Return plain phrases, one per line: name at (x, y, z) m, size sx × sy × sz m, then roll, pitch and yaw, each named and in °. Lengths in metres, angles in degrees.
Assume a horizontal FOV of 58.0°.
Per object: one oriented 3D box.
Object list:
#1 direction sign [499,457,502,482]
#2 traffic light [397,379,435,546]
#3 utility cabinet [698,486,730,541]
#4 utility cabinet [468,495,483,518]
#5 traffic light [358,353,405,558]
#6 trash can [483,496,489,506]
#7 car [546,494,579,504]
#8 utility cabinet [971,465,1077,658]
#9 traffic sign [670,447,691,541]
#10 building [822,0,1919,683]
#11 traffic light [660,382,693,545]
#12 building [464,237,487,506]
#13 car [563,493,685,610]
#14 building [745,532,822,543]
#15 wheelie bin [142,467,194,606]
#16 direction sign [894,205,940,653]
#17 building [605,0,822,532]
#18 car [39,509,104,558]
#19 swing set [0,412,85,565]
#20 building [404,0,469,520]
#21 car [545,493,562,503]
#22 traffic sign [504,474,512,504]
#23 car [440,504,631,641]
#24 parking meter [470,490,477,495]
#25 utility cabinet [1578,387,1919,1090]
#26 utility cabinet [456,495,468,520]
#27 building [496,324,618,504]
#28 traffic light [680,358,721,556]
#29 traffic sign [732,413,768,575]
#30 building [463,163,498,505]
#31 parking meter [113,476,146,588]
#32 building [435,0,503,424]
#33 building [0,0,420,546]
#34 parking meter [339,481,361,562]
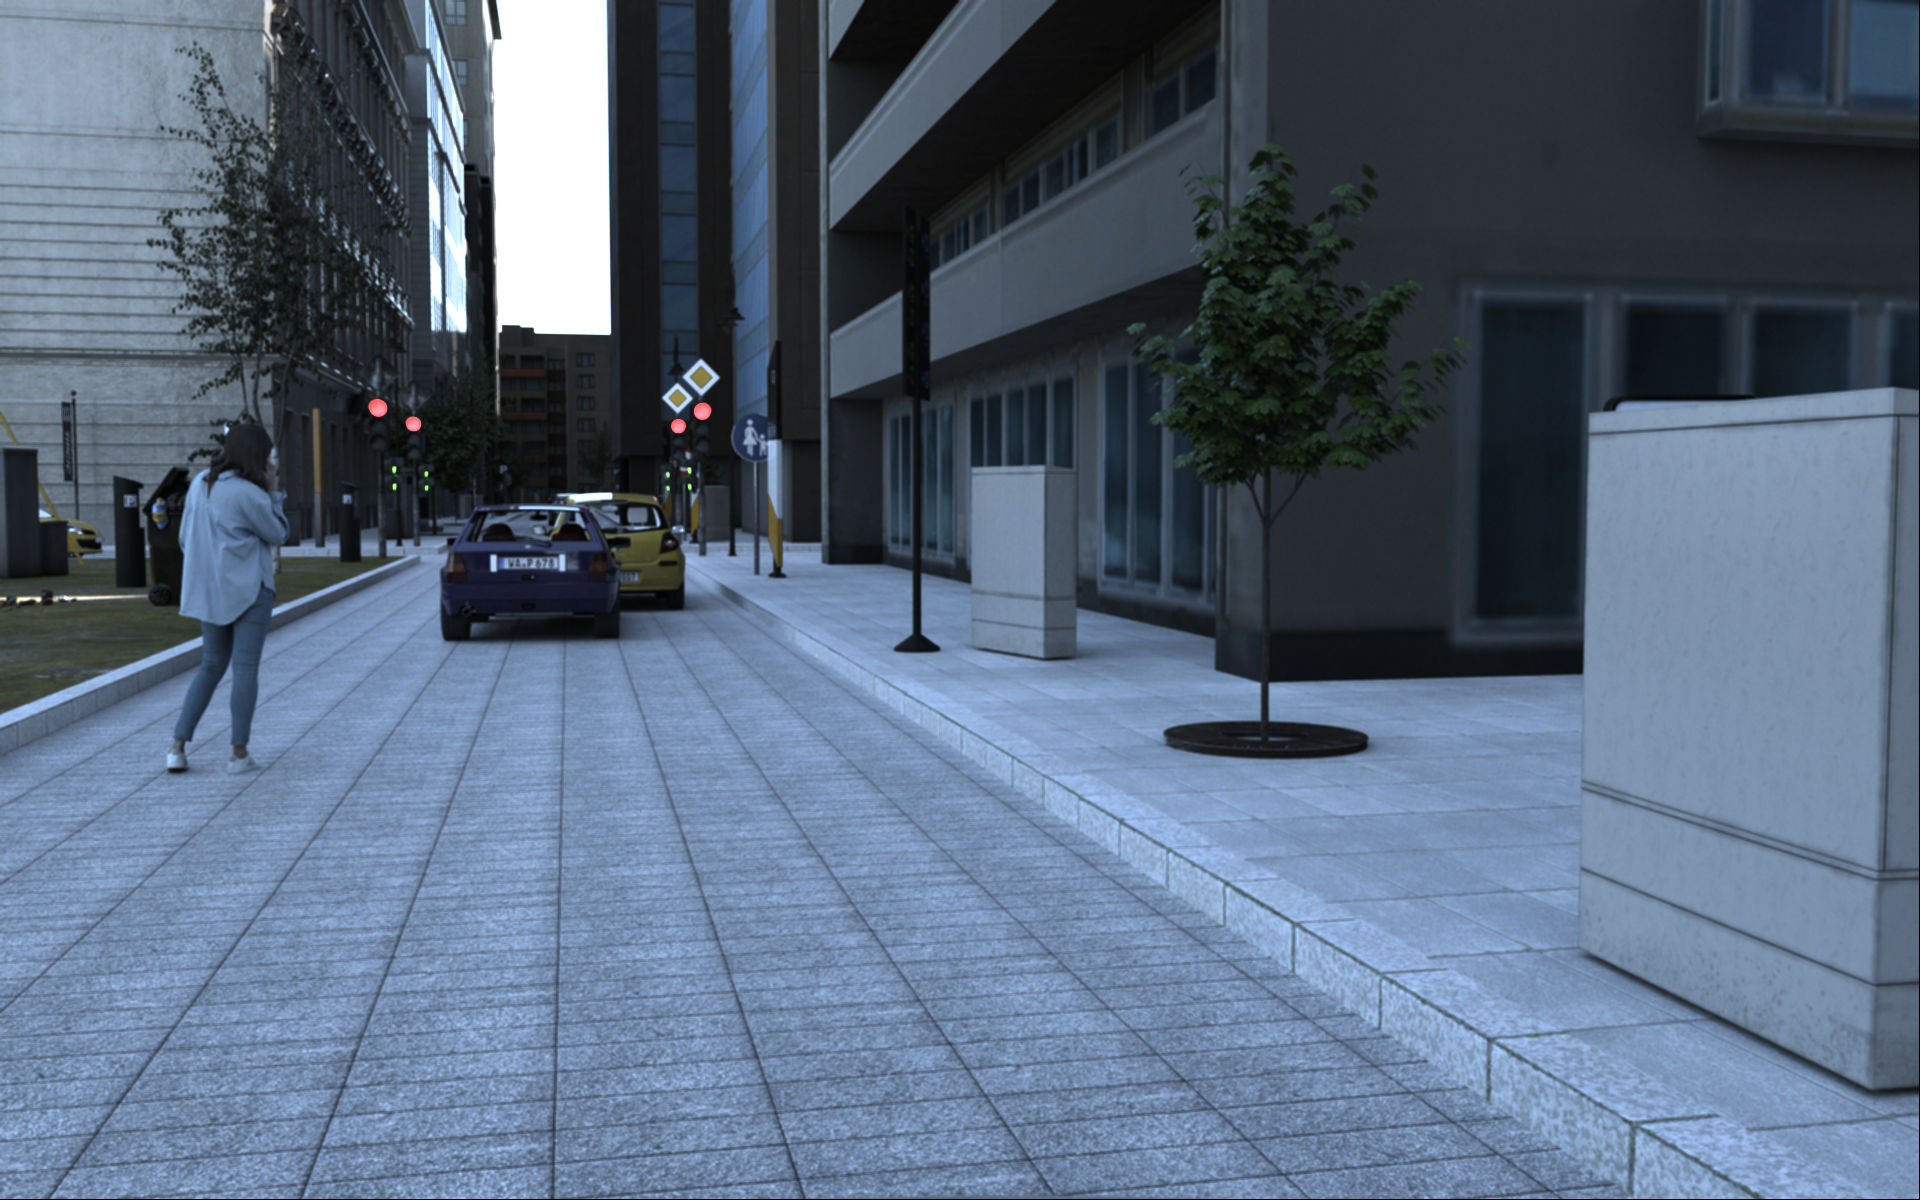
direction sign at (-28.190, -6.992, 106.311) m, size 0.379 × 3.537 × 0.876 m, roll -1°, pitch 4°, yaw -23°
traffic light at (-13.287, -3.266, 42.316) m, size 0.839 × 4.253 × 0.868 m, roll -1°, pitch 4°, yaw -13°
utility cabinet at (-6.657, -2.319, 46.600) m, size 0.318 × 1.500 × 1.173 m, roll 2°, pitch 4°, yaw 30°
utility cabinet at (-25.726, -4.916, 91.531) m, size 1.020 × 1.237 × 0.306 m, roll 1°, pitch 4°, yaw 12°
traffic light at (-11.528, -2.789, 34.526) m, size 0.839 × 4.253 × 0.868 m, roll -1°, pitch 4°, yaw -13°
trash can at (-29.808, -5.905, 108.207) m, size 0.748 × 1.137 × 0.748 m, roll 0°, pitch 3°, yaw 0°
car at (-18.018, -4.167, 79.925) m, size 2.131 × 1.459 × 4.920 m, roll -1°, pitch 4°, yaw -11°
utility cabinet at (0.507, -0.316, 13.838) m, size 0.318 × 1.500 × 1.173 m, roll -2°, pitch 4°, yaw -28°
traffic sign at (-7.499, -2.878, 47.162) m, size 0.768 × 2.556 × 0.104 m, roll 0°, pitch 4°, yaw -7°
building at (10.127, -24.413, 22.859) m, size 21.300 × 48.544 × 21.600 m, roll -1°, pitch 4°, yaw -13°
traffic light at (-7.134, -3.351, 43.717) m, size 0.839 × 4.253 × 0.868 m, roll -1°, pitch 4°, yaw -13°
building at (-49.642, -17.214, 126.484) m, size 27.650 × 21.520 × 28.899 m, roll -1°, pitch 4°, yaw -13°
car at (-4.577, -0.763, 22.699) m, size 2.015 × 1.641 × 3.980 m, roll -1°, pitch 4°, yaw -13°
building at (0.697, -24.574, 51.900) m, size 14.200 × 45.320 × 14.600 m, roll -1°, pitch 4°, yaw -13°
wheelie bin at (-9.058, -0.750, 20.171) m, size 0.693 × 1.594 × 0.980 m, roll -1°, pitch 4°, yaw -10°
direction sign at (-0.352, -1.351, 14.083) m, size 0.379 × 3.537 × 0.876 m, roll 1°, pitch 4°, yaw 11°
building at (-7.193, -25.703, 70.353) m, size 14.600 × 45.320 × 14.200 m, roll -1°, pitch 4°, yaw -13°
car at (-20.295, -1.610, 36.549) m, size 3.980 × 1.641 × 2.015 m, roll -1°, pitch 4°, yaw -11°
swing set at (-17.837, -2.073, 31.517) m, size 2.862 × 2.851 × 3.119 m, roll -3°, pitch 4°, yaw -37°
building at (-34.702, -19.655, 98.859) m, size 11.434 × 29.767 × 29.804 m, roll -1°, pitch 4°, yaw -13°
car at (-34.233, -8.472, 147.555) m, size 2.155 × 1.783 × 4.494 m, roll -1°, pitch 4°, yaw -14°
traffic sign at (-29.075, -6.782, 110.993) m, size 0.768 × 2.556 × 0.104 m, roll -1°, pitch 4°, yaw -11°
car at (-4.486, -0.356, 18.403) m, size 1.945 × 1.354 × 3.894 m, roll -1°, pitch 4°, yaw -11°
parking meter at (-27.197, -5.414, 96.936) m, size 0.372 × 1.533 × 0.369 m, roll 0°, pitch 3°, yaw 0°
utility cabinet at (1.976, 0.273, 4.223) m, size 0.318 × 1.500 × 1.173 m, roll -1°, pitch 4°, yaw -10°
utility cabinet at (-25.195, -4.662, 87.386) m, size 0.306 × 1.237 × 1.020 m, roll -2°, pitch 4°, yaw -26°
building at (-53.713, -22.425, 211.685) m, size 28.899 × 21.520 × 27.650 m, roll -1°, pitch 4°, yaw -13°
traffic light at (-5.375, -2.875, 35.927) m, size 0.839 × 4.253 × 0.868 m, roll -1°, pitch 4°, yaw -13°
traffic sign at (-3.223, -1.671, 27.425) m, size 0.768 × 2.556 × 0.104 m, roll 0°, pitch 4°, yaw -7°
building at (-47.672, -23.108, 149.515) m, size 14.160 × 30.474 × 14.107 m, roll -1°, pitch 4°, yaw -13°
parking meter at (-11.431, -0.944, 23.848) m, size 0.372 × 1.533 × 0.369 m, roll 0°, pitch 3°, yaw 0°
building at (-59.121, -35.491, 169.518) m, size 27.495 × 52.752 × 28.713 m, roll -1°, pitch 4°, yaw -13°
building at (-29.741, -17.476, 62.147) m, size 17.030 × 29.872 × 44.131 m, roll -1°, pitch 4°, yaw -13°
parking meter at (-11.552, -1.491, 32.788) m, size 0.372 × 1.533 × 0.369 m, roll 0°, pitch 3°, yaw 0°
